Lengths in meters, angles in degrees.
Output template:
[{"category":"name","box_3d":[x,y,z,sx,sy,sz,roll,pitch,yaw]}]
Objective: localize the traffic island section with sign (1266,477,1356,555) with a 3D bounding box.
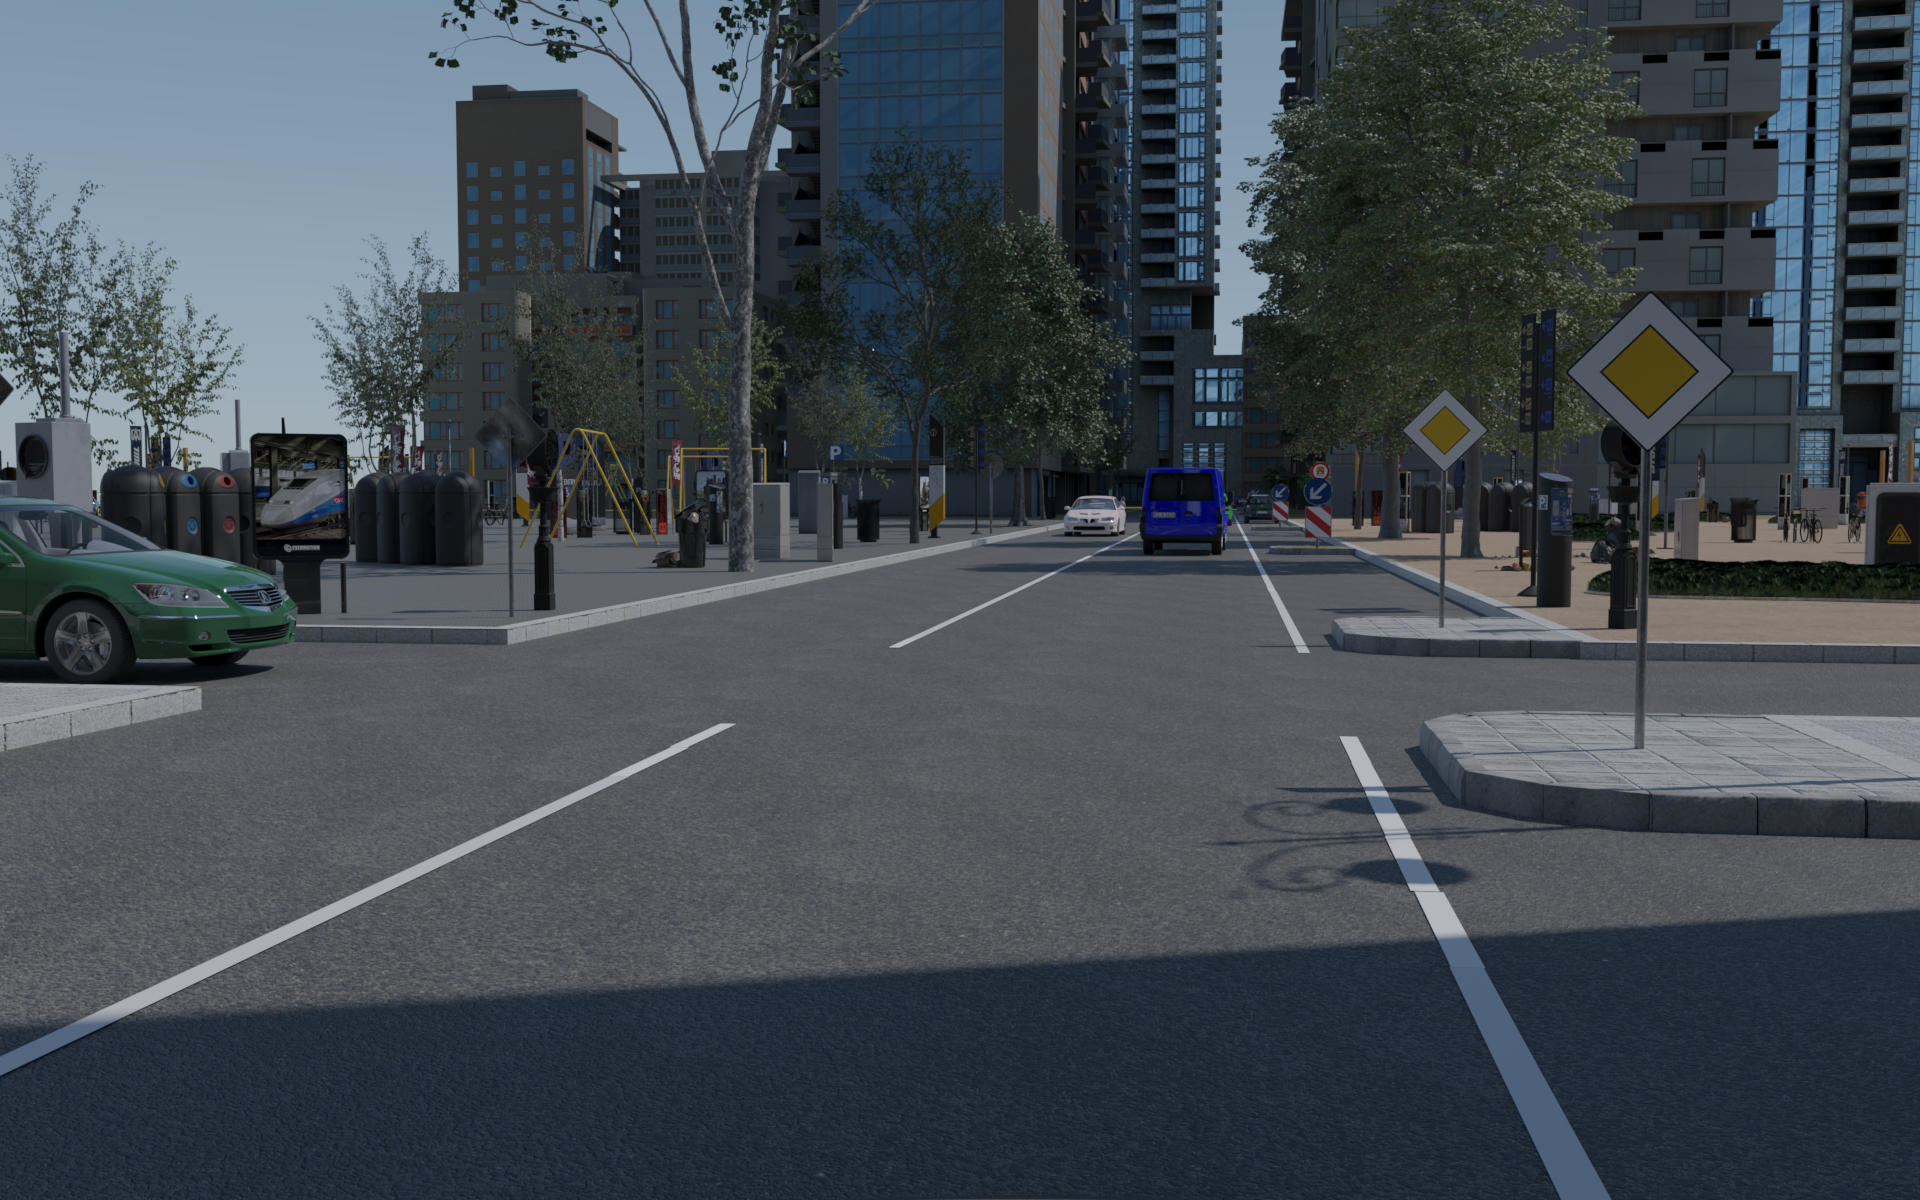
[{"category":"traffic island section with sign","box_3d":[8.461,-2.020,41.661,1.989,1.847,2.006,1,4,9]}]

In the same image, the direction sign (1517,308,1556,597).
[{"category":"direction sign","box_3d":[7.193,-1.813,21.637,0.379,3.537,0.876,0,4,-7]}]

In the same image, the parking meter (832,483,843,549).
[{"category":"parking meter","box_3d":[-2.923,-1.963,40.500,0.372,1.533,0.369,0,3,0]}]

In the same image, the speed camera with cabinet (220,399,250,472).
[{"category":"speed camera with cabinet","box_3d":[-14.584,-2.596,36.787,2.038,3.252,0.660,-2,4,-28]}]

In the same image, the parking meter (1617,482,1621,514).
[{"category":"parking meter","box_3d":[31.765,-4.744,83.276,0.255,1.863,0.399,1,4,19]}]

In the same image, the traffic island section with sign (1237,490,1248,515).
[{"category":"traffic island section with sign","box_3d":[19.989,-6.668,117.650,1.989,1.847,2.006,1,4,9]}]

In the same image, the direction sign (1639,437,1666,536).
[{"category":"direction sign","box_3d":[21.271,-3.748,53.279,0.876,3.537,0.379,1,4,11]}]

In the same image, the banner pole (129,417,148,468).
[{"category":"banner pole","box_3d":[-26.437,-4.031,55.921,0.401,3.779,0.863,1,4,22]}]

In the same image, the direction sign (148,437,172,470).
[{"category":"direction sign","box_3d":[-31.597,-4.683,68.565,0.876,3.537,0.379,1,4,11]}]

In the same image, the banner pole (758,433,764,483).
[{"category":"banner pole","box_3d":[-8.184,-4.971,71.296,0.401,3.779,0.863,1,4,8]}]

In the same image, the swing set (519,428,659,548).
[{"category":"swing set","box_3d":[-9.093,-2.746,42.512,2.862,2.851,3.119,0,4,0]}]

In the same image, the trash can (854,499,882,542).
[{"category":"trash can","box_3d":[-2.447,-2.115,46.228,0.748,1.137,0.748,0,3,0]}]

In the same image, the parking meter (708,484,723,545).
[{"category":"parking meter","box_3d":[-6.221,-2.185,44.137,0.372,1.533,0.369,0,3,0]}]

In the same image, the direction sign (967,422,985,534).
[{"category":"direction sign","box_3d":[0.520,-3.863,55.160,0.379,3.537,0.876,-3,4,-38]}]

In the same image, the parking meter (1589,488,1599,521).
[{"category":"parking meter","box_3d":[25.710,-3.780,70.209,0.372,1.533,0.369,0,3,0]}]

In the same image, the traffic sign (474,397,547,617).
[{"category":"traffic sign","box_3d":[-4.667,-0.877,17.984,0.795,2.450,0.064,1,4,9]}]

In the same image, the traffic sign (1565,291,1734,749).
[{"category":"traffic sign","box_3d":[3.420,-0.307,8.665,0.795,2.450,0.064,1,4,9]}]

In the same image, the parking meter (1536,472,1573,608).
[{"category":"parking meter","box_3d":[6.762,-0.690,19.686,0.372,1.533,0.369,0,3,0]}]

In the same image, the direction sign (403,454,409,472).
[{"category":"direction sign","box_3d":[-31.231,-6.446,97.387,0.876,3.537,0.379,3,4,37]}]

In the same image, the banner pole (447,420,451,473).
[{"category":"banner pole","box_3d":[-17.067,-4.157,57.988,0.401,3.779,0.863,-1,4,-18]}]

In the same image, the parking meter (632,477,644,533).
[{"category":"parking meter","box_3d":[-10.652,-3.156,57.318,0.399,1.863,0.255,-1,4,-11]}]

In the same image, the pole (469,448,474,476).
[{"category":"pole","box_3d":[-21.537,-5.054,76.471,0.158,3.312,0.155,0,3,0]}]

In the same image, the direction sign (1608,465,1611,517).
[{"category":"direction sign","box_3d":[25.783,-4.693,68.731,0.379,3.537,0.876,1,4,16]}]

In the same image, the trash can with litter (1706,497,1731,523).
[{"category":"trash can with litter","box_3d":[34.150,-4.071,77.940,1.055,1.170,0.624,2,4,27]}]

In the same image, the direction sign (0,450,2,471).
[{"category":"direction sign","box_3d":[-49.947,-5.960,89.445,0.876,3.537,0.379,-1,4,-20]}]

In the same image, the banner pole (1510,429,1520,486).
[{"category":"banner pole","box_3d":[21.400,-4.695,66.781,0.401,3.779,0.863,-1,4,-9]}]

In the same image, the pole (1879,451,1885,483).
[{"category":"pole","box_3d":[43.294,-5.351,81.340,0.158,3.312,0.155,0,3,0]}]

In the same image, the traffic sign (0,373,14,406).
[{"category":"traffic sign","box_3d":[-5.865,-0.394,10.089,0.795,2.450,0.064,1,4,9]}]

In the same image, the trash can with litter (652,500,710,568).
[{"category":"trash can with litter","box_3d":[-4.908,-1.154,30.260,1.055,1.170,0.624,2,4,24]}]

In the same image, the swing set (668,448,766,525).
[{"category":"swing set","box_3d":[-8.181,-3.758,59.070,3.119,2.851,2.862,0,4,-6]}]

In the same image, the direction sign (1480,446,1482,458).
[{"category":"direction sign","box_3d":[24.250,-5.497,81.877,0.379,3.537,0.876,-3,4,-38]}]

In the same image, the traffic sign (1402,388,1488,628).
[{"category":"traffic sign","box_3d":[4.618,-0.790,16.560,0.795,2.450,0.064,1,4,9]}]

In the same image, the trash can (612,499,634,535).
[{"category":"trash can","box_3d":[-10.731,-2.658,55.114,0.748,1.137,0.748,0,3,0]}]

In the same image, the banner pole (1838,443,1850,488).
[{"category":"banner pole","box_3d":[43.650,-5.842,85.534,0.401,3.779,0.863,-1,4,-12]}]

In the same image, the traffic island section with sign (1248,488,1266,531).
[{"category":"traffic island section with sign","box_3d":[12.500,-3.650,68.312,1.989,1.847,2.006,1,4,9]}]

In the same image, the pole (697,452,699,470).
[{"category":"pole","box_3d":[-12.674,-5.533,84.309,0.158,3.312,0.155,0,3,0]}]

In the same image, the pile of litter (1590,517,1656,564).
[{"category":"pile of litter","box_3d":[12.456,-1.117,32.224,1.719,0.858,1.176,-2,4,-25]}]

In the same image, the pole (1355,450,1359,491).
[{"category":"pole","box_3d":[18.453,-5.296,80.431,0.158,3.312,0.155,0,3,0]}]

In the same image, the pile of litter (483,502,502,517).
[{"category":"pile of litter","box_3d":[-26.004,-5.048,96.500,1.719,0.858,1.176,2,4,26]}]

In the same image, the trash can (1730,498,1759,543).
[{"category":"trash can","box_3d":[20.647,-2.077,45.619,0.748,1.137,0.748,0,3,0]}]

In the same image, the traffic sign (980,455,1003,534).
[{"category":"traffic sign","box_3d":[1.006,-3.423,56.074,0.768,2.556,0.104,1,4,11]}]

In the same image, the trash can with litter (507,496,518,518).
[{"category":"trash can with litter","box_3d":[-23.730,-4.911,91.688,0.624,1.170,1.055,-3,4,-37]}]

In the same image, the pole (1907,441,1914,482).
[{"category":"pole","box_3d":[36.694,-4.469,66.904,0.158,3.312,0.155,0,3,0]}]

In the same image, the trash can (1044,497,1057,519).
[{"category":"trash can","box_3d":[4.617,-4.731,89.003,0.748,1.137,0.748,0,3,0]}]

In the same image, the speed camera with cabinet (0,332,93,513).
[{"category":"speed camera with cabinet","box_3d":[-11.652,-1.654,21.383,2.038,3.252,0.660,2,4,26]}]

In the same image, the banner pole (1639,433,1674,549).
[{"category":"banner pole","box_3d":[16.290,-3.086,40.475,0.863,3.779,0.401,3,4,38]}]

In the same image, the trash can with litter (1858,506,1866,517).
[{"category":"trash can with litter","box_3d":[20.261,-1.631,38.054,1.055,1.170,0.624,-3,4,-39]}]

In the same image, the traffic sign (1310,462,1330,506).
[{"category":"traffic sign","box_3d":[14.131,-4.149,67.947,0.768,2.556,0.104,1,4,18]}]

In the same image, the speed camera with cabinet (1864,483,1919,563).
[{"category":"speed camera with cabinet","box_3d":[14.658,-1.924,25.787,2.038,3.252,0.660,2,4,28]}]

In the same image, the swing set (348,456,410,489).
[{"category":"swing set","box_3d":[-24.220,-4.564,72.237,3.119,2.851,2.862,0,4,0]}]

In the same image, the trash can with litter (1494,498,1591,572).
[{"category":"trash can with litter","box_3d":[9.869,-1.111,29.222,1.678,1.210,2.233,3,5,44]}]
